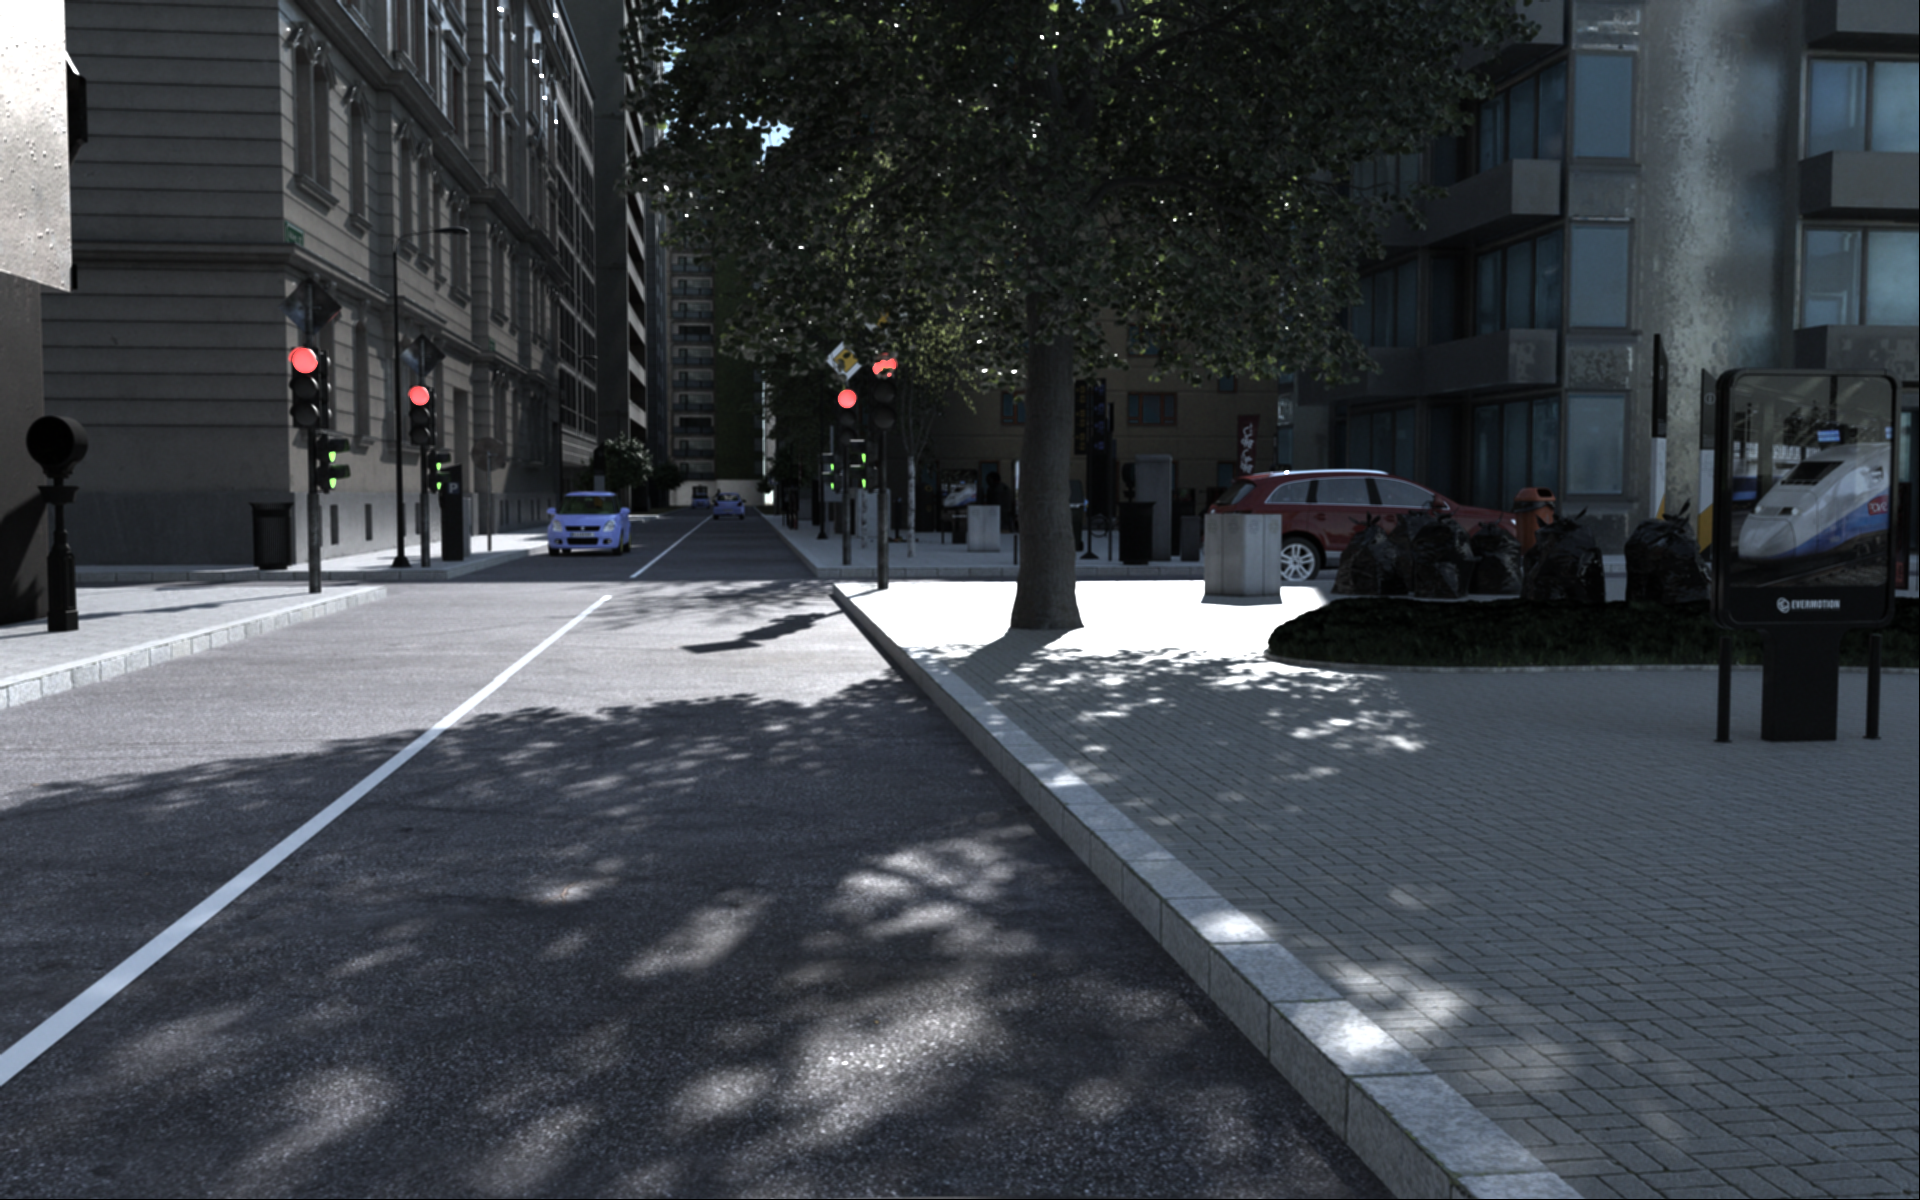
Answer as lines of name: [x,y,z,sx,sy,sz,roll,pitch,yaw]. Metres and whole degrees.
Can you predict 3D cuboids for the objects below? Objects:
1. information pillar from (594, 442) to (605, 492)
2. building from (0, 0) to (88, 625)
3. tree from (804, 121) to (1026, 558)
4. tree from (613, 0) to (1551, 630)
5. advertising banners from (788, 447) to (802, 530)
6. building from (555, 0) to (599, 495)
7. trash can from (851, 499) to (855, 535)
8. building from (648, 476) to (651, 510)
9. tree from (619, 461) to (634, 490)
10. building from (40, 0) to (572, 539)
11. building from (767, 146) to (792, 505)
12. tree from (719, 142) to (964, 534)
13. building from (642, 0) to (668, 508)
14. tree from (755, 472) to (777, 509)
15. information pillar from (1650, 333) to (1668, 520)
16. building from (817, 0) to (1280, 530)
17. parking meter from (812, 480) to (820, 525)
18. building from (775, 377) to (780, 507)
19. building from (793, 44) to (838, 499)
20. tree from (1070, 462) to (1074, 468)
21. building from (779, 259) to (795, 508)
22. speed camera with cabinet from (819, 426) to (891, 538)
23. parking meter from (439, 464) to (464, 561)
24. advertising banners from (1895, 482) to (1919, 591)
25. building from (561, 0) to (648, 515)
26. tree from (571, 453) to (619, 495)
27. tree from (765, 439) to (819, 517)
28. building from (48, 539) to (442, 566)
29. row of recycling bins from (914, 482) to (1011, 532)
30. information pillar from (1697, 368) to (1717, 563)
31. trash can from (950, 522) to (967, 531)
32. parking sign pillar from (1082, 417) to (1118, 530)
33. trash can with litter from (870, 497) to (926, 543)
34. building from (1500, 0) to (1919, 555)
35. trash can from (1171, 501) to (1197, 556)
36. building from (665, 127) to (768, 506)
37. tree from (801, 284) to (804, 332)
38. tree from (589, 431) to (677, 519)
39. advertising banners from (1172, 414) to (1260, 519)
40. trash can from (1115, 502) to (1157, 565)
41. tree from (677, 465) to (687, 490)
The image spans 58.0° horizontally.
information pillar: [-16.040,-5.245,77.106,0.504,3.616,0.183,0,4,0]
building: [-17.116,-8.799,11.320,16.811,18.784,16.820,0,4,-7]
tree: [-0.741,-5.162,34.765,4.360,8.622,3.978,0,3,0]
tree: [0.902,-6.711,16.378,9.857,13.997,8.962,0,3,0]
advertising banners: [-5.942,-4.056,62.500,0.090,3.025,2.074,-1,4,-18]
building: [-26.559,-18.011,87.988,14.314,27.812,24.014,0,4,-7]
trash can: [-3.246,-2.629,54.631,0.748,1.137,0.748,0,3,0]
building: [-41.187,-27.155,135.872,32.217,40.220,23.993,0,4,-7]
tree: [-16.780,-5.440,83.551,1.663,3.219,1.824,0,3,0]
building: [-22.293,-16.929,64.186,14.401,28.519,23.554,0,4,-7]
building: [-15.333,-31.446,197.740,14.086,41.232,14.154,0,4,-7]
tree: [-3.755,-8.406,55.567,7.486,12.596,7.792,0,3,0]
building: [-39.076,-44.511,166.003,20.611,71.187,20.563,0,4,-7]
tree: [-18.865,-10.602,167.950,1.663,3.219,1.824,0,3,0]
information pillar: [10.292,-2.090,25.531,0.183,3.616,0.504,3,4,37]
building: [8.040,-14.228,77.670,27.650,21.520,28.899,0,4,-7]
parking meter: [-5.909,-3.998,71.071,0.255,1.863,0.399,1,4,9]
building: [-3.761,-19.731,167.637,27.650,21.520,28.899,0,4,-7]
building: [-4.075,-21.028,115.504,14.160,30.474,14.107,0,4,-7]
tree: [2.495,-3.427,50.635,1.663,3.219,1.824,0,3,0]
building: [-0.007,-17.952,138.556,27.650,21.520,28.899,0,4,-7]
speed camera with cabinet: [-3.081,-3.441,50.604,2.038,3.252,0.660,-1,4,-11]
parking meter: [-9.756,-1.681,33.200,0.399,1.863,0.255,-2,4,-33]
advertising banners: [12.668,-1.659,23.320,0.090,3.025,2.074,0,4,2]
building: [-32.059,-29.952,113.419,21.300,48.544,21.600,0,4,-7]
tree: [-17.177,-5.281,80.946,1.663,3.219,1.824,0,3,0]
tree: [-9.179,-6.941,97.192,4.285,4.588,4.351,0,3,0]
building: [-19.625,-15.501,40.825,14.401,28.519,23.554,0,4,-7]
row of recycling bins: [-0.017,-3.168,58.904,3.534,1.692,1.069,-1,4,-13]
information pillar: [14.048,-2.509,32.373,0.504,3.616,0.183,0,4,-4]
trash can: [-0.038,-2.818,57.721,0.748,1.137,0.748,0,3,0]
parking sign pillar: [5.032,-4.476,61.662,1.447,3.967,1.447,-2,4,-29]
trash can with litter: [-1.567,-2.176,46.635,1.678,1.210,2.233,0,4,1]
building: [24.018,-26.067,45.811,30.456,49.044,23.786,0,4,-7]
trash can: [4.549,-1.494,36.075,0.748,1.137,0.748,0,3,0]
building: [-29.324,-31.347,196.109,14.086,41.232,14.154,0,4,-7]
tree: [-2.083,-5.541,40.966,4.360,8.622,3.978,0,3,0]
tree: [-17.427,-6.467,89.452,4.285,4.588,4.351,0,3,0]
advertising banners: [5.710,-2.599,38.676,2.074,3.025,0.090,2,4,32]
trash can: [3.192,-1.210,31.436,0.748,1.137,0.748,0,3,0]
tree: [-26.100,-10.446,154.499,4.285,4.588,4.351,0,3,0]
